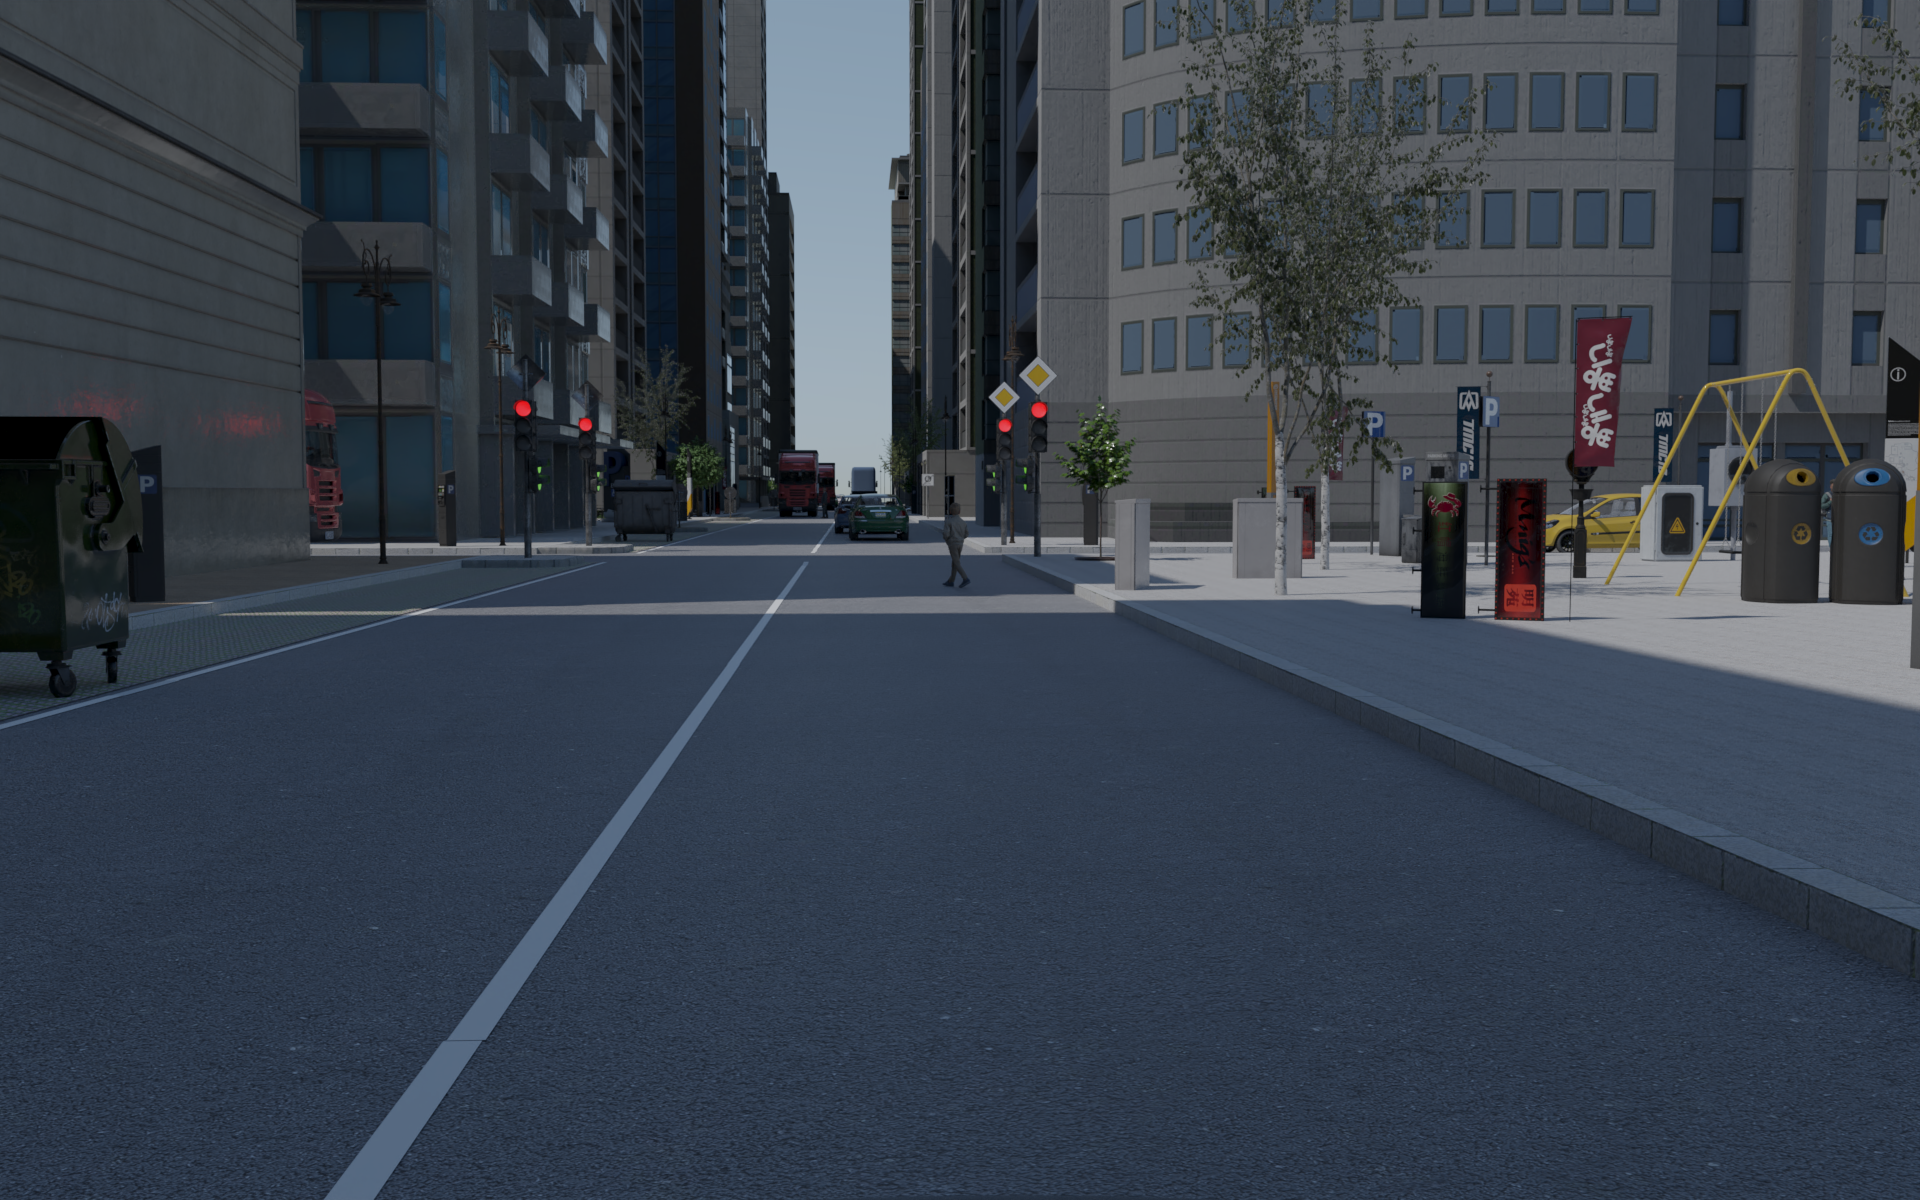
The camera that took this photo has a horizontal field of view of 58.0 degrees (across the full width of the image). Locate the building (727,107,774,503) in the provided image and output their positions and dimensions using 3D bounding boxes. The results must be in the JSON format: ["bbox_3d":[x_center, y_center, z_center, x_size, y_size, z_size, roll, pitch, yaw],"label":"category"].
[{"bbox_3d":[-35.365,-36.478,216.025,23.786,49.044,30.456,0,4,-3],"label":"building"}]

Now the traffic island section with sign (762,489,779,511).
[{"bbox_3d":[-15.255,-8.202,142.722,1.989,1.847,2.006,0,4,-3],"label":"traffic island section with sign"}]

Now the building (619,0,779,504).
[{"bbox_3d":[-35.003,-49.092,240.903,20.563,71.187,20.611,0,4,-3],"label":"building"}]

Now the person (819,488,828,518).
[{"bbox_3d":[-8.112,-5.756,102.793,0.590,1.801,0.661,0,4,-8],"label":"person"}]

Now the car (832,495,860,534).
[{"bbox_3d":[-3.733,-3.187,64.114,2.014,1.417,4.499,0,4,-2],"label":"car"}]

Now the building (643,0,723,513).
[{"bbox_3d":[-24.591,-28.961,123.622,14.600,45.320,14.200,0,4,-3],"label":"building"}]

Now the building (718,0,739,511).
[{"bbox_3d":[-29.683,-50.894,144.785,22.319,86.520,31.000,0,4,-3],"label":"building"}]

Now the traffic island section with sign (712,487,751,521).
[{"bbox_3d":[-12.227,-5.137,92.612,1.989,1.847,2.006,0,4,-3],"label":"traffic island section with sign"}]

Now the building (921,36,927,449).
[{"bbox_3d":[3.460,-31.491,164.988,14.600,45.320,14.200,0,4,-3],"label":"building"}]

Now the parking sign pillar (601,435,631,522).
[{"bbox_3d":[-15.607,-5.523,78.778,1.447,3.967,1.447,2,4,32],"label":"parking sign pillar"}]

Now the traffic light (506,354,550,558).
[{"bbox_3d":[-8.675,-2.802,34.741,0.839,4.253,0.868,0,4,-3],"label":"traffic light"}]

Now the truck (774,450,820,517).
[{"bbox_3d":[-10.416,-7.532,112.055,2.839,4.237,11.283,0,4,-4],"label":"truck"}]

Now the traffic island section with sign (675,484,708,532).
[{"bbox_3d":[-10.575,-3.473,65.418,1.989,1.847,2.006,0,4,-3],"label":"traffic island section with sign"}]

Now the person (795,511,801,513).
[{"bbox_3d":[-12.359,-7.551,132.049,1.350,1.814,0.705,-3,5,-45],"label":"person"}]

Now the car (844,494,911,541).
[{"bbox_3d":[-2.593,-2.630,54.791,2.131,1.459,4.920,0,4,-5],"label":"car"}]

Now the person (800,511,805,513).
[{"bbox_3d":[-12.290,-7.705,134.469,1.348,1.826,0.705,-2,4,-31],"label":"person"}]

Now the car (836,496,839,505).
[{"bbox_3d":[-13.878,-10.759,184.712,1.959,1.807,4.718,0,4,-4],"label":"car"}]

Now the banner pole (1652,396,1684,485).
[{"bbox_3d":[18.115,-3.315,44.222,0.863,3.779,0.401,1,4,21],"label":"banner pole"}]

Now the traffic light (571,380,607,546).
[{"bbox_3d":[-9.158,-3.290,42.711,0.839,4.253,0.868,0,4,-3],"label":"traffic light"}]

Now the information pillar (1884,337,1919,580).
[{"bbox_3d":[14.036,-2.108,25.823,0.504,3.616,0.183,1,4,22],"label":"information pillar"}]

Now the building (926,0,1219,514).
[{"bbox_3d":[7.706,-36.788,143.490,21.231,58.520,28.212,0,4,-3],"label":"building"}]

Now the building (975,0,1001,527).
[{"bbox_3d":[7.530,-18.538,74.799,14.160,30.474,14.107,0,4,-3],"label":"building"}]

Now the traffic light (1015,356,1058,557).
[{"bbox_3d":[1.566,-2.841,35.375,0.839,4.253,0.868,0,4,-3],"label":"traffic light"}]

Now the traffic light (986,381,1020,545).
[{"bbox_3d":[1.084,-3.329,43.345,0.839,4.253,0.868,0,4,-3],"label":"traffic light"}]

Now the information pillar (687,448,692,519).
[{"bbox_3d":[-13.731,-5.906,87.923,0.183,3.616,0.504,-2,4,-30],"label":"information pillar"}]

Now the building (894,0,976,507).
[{"bbox_3d":[1.761,-48.130,225.173,20.563,71.187,20.611,0,4,-3],"label":"building"}]

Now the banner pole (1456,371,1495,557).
[{"bbox_3d":[10.541,-2.774,35.377,0.863,3.779,0.401,1,4,13],"label":"banner pole"}]

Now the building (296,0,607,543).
[{"bbox_3d":[-23.957,-26.714,56.377,23.786,49.044,30.456,0,4,-3],"label":"building"}]

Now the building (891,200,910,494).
[{"bbox_3d":[-2.653,-34.225,243.168,14.154,41.232,14.086,0,4,-3],"label":"building"}]

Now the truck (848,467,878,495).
[{"bbox_3d":[-9.046,-10.756,165.623,2.967,4.110,18.799,0,4,-5],"label":"truck"}]

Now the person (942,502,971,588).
[{"bbox_3d":[-0.077,-0.846,26.605,0.640,1.303,0.475,3,5,41],"label":"person"}]

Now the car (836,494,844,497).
[{"bbox_3d":[-16.735,-13.998,240.866,2.014,1.417,4.499,0,4,-4],"label":"car"}]

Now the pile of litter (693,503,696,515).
[{"bbox_3d":[-16.098,-5.515,104.136,1.719,0.858,1.176,-1,4,-12],"label":"pile of litter"}]

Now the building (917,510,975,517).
[{"bbox_3d":[8.064,-40.409,98.947,20.563,71.187,20.611,0,4,-3],"label":"building"}]

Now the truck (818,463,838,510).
[{"bbox_3d":[-12.524,-10.234,156.244,2.839,4.237,11.283,0,4,-5],"label":"truck"}]

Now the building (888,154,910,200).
[{"bbox_3d":[3.744,-41.285,264.251,28.713,52.752,27.495,0,4,-3],"label":"building"}]

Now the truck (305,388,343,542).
[{"bbox_3d":[-18.748,-2.981,37.648,11.283,4.237,2.839,0,4,-2],"label":"truck"}]

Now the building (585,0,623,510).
[{"bbox_3d":[-27.341,-40.592,101.932,20.563,71.187,20.611,0,4,-3],"label":"building"}]

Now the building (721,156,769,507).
[{"bbox_3d":[-35.796,-29.446,173.325,32.217,40.220,23.993,0,4,-3],"label":"building"}]

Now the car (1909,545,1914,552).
[{"bbox_3d":[24.476,-1.922,40.106,5.304,1.827,2.281,0,4,-4],"label":"car"}]

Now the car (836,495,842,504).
[{"bbox_3d":[-14.691,-11.708,203.779,2.083,1.381,4.827,0,4,-3],"label":"car"}]

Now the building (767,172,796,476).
[{"bbox_3d":[-36.080,-39.079,262.645,21.300,48.544,21.600,0,4,-3],"label":"building"}]

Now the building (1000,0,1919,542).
[{"bbox_3d":[16.062,-31.345,54.487,28.212,58.520,21.231,0,4,-3],"label":"building"}]

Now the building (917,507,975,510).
[{"bbox_3d":[4.616,-45.519,182.487,20.563,71.187,20.611,0,4,-3],"label":"building"}]

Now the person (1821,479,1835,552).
[{"bbox_3d":[20.408,-1.933,40.447,0.623,1.781,0.721,-1,4,-21],"label":"person"}]

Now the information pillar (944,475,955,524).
[{"bbox_3d":[-0.408,-3.875,67.854,0.304,2.012,0.304,-2,4,-31],"label":"information pillar"}]

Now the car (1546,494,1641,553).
[{"bbox_3d":[15.512,-1.919,41.604,3.980,1.641,2.015,0,4,-2],"label":"car"}]

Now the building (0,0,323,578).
[{"bbox_3d":[-26.395,-11.718,24.878,30.059,22.955,16.112,0,4,-3],"label":"building"}]

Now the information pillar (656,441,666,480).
[{"bbox_3d":[-13.292,-5.230,76.863,0.183,3.616,0.504,3,5,42],"label":"information pillar"}]
